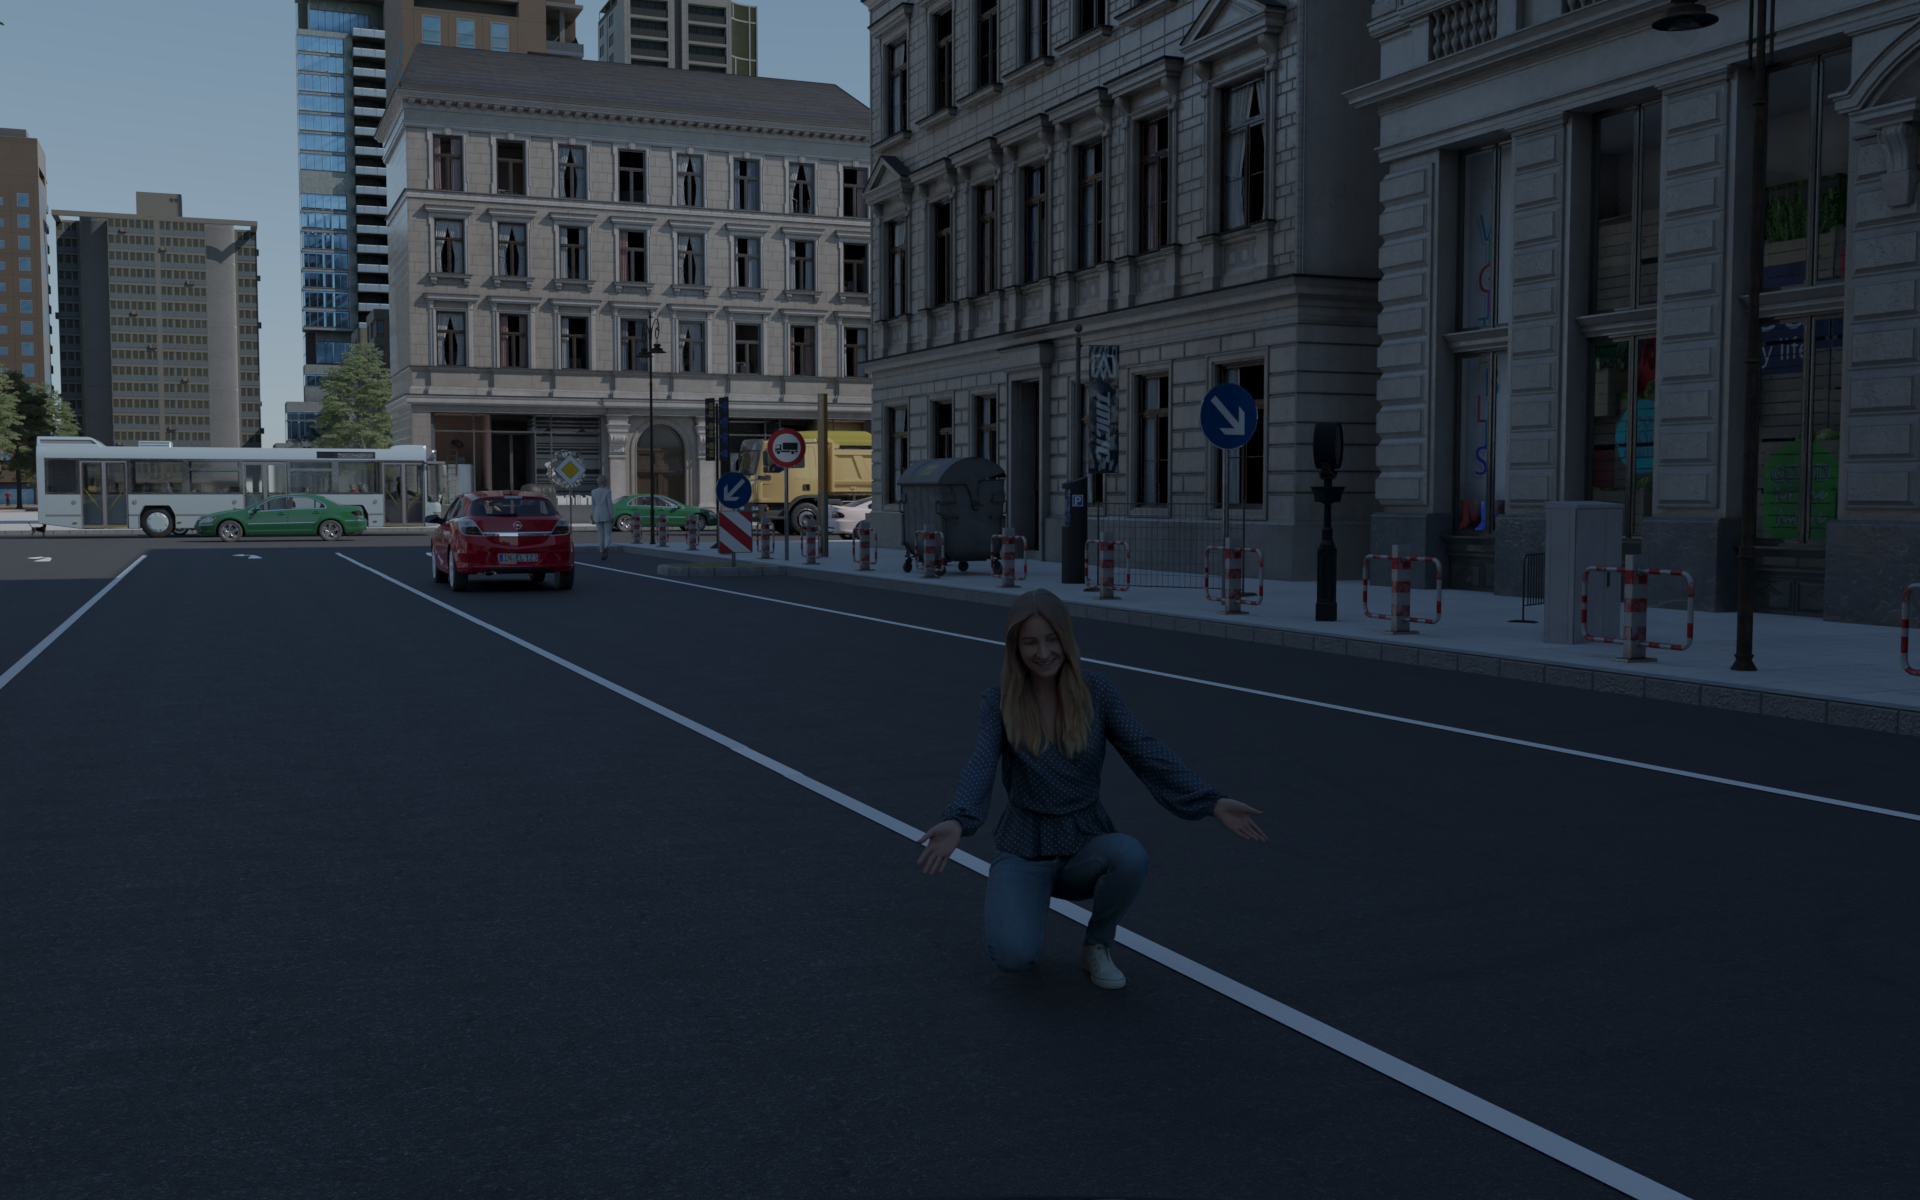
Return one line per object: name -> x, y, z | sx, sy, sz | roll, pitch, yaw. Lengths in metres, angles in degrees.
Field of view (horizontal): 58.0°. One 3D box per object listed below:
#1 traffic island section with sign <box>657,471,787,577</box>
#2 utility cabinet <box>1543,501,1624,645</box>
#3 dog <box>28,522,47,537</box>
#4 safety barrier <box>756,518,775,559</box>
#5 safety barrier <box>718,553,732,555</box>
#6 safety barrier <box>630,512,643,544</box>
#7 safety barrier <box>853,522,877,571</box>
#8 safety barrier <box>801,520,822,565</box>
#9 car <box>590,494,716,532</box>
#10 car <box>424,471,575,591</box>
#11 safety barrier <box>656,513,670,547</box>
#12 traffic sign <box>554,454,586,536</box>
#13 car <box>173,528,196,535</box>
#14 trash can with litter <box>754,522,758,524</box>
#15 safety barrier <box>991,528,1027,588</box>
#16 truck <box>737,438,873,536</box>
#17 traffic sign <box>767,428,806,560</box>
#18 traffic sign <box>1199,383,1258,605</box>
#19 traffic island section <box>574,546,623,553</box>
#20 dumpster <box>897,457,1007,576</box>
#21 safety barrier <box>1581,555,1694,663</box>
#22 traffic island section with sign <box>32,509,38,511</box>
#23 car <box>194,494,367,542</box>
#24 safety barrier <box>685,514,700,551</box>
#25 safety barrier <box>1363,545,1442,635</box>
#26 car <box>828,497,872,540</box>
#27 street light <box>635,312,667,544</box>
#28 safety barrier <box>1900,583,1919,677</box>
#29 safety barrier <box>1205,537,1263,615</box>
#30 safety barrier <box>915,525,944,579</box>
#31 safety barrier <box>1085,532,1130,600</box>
traffic island section with sign -> -4.354, -1.370, 31.028 | 1.989, 1.847, 2.006 | -2, 4, -23
utility cabinet -> 5.464, -0.244, 15.153 | 0.306, 1.237, 1.020 | 3, 5, 42
dog -> -30.825, -2.364, 57.932 | 0.406, 0.507, 0.540 | 0, 4, 6
safety barrier -> -3.841, -1.218, 34.188 | 0.300, 0.817, 1.120 | -2, 4, -23
safety barrier -> -4.967, -1.377, 36.797 | 0.300, 0.817, 1.120 | -2, 4, -23
safety barrier -> -8.336, -1.857, 44.645 | 0.300, 0.817, 1.120 | -2, 4, -23
safety barrier -> -1.593, -0.897, 28.949 | 0.300, 0.817, 1.120 | -2, 4, -23
safety barrier -> -2.715, -1.057, 31.559 | 0.300, 0.817, 1.120 | -2, 4, -23
car -> -11.751, -3.363, 66.790 | 4.920, 1.459, 2.131 | -2, 4, -24
car -> -7.231, -1.108, 27.162 | 2.155, 1.783, 4.494 | -1, 4, -22
safety barrier -> -7.219, -1.697, 42.028 | 0.300, 0.817, 1.120 | -2, 4, -23
traffic sign -> -9.806, -2.444, 43.599 | 0.795, 2.450, 0.064 | -2, 4, -23
car -> -26.268, -2.972, 61.176 | 3.894, 1.354, 1.945 | -2, 4, -23
trash can with litter -> -8.334, -3.893, 74.714 | 1.678, 1.210, 2.233 | 1, 4, 23
safety barrier -> 0.664, -0.577, 23.703 | 0.300, 0.817, 1.120 | -2, 4, -23
truck -> -3.811, -4.011, 61.509 | 9.791, 3.379, 3.469 | -1, 4, -23
traffic sign -> -3.347, -2.036, 33.398 | 0.768, 2.556, 0.104 | -1, 4, -18
traffic sign -> 3.060, -1.213, 19.932 | 0.768, 2.556, 0.104 | -1, 4, -21
traffic island section -> -9.787, -1.309, 43.685 | 2.009, 0.180, 2.903 | -2, 4, -23
dumpster -> -0.111, -1.346, 27.759 | 1.264, 1.857, 1.865 | -1, 4, -23
safety barrier -> 5.166, 0.063, 13.246 | 0.300, 0.817, 1.120 | -2, 4, -23
traffic island section with sign -> -76.325, -8.320, 144.661 | 1.989, 1.847, 2.006 | -2, 4, -23
car -> -20.692, -2.511, 52.849 | 4.920, 1.459, 2.131 | -1, 4, -22
safety barrier -> -6.091, -1.538, 39.420 | 0.300, 0.817, 1.120 | -2, 4, -23
safety barrier -> 4.040, -0.097, 15.865 | 0.300, 0.817, 1.120 | -2, 4, -23
car -> -1.932, -2.514, 53.472 | 4.827, 1.381, 2.083 | -1, 4, -22
street light -> -7.842, -4.356, 44.015 | 0.468, 5.910, 1.993 | -2, 4, -23
safety barrier -> 6.284, 0.223, 10.633 | 0.300, 0.817, 1.120 | -2, 4, -23
safety barrier -> 2.915, -0.257, 18.477 | 0.300, 0.817, 1.120 | -2, 4, -23
safety barrier -> -0.466, -0.738, 26.341 | 0.300, 0.817, 1.120 | -2, 4, -23
safety barrier -> 1.790, -0.417, 21.086 | 0.300, 0.817, 1.120 | -2, 4, -23
